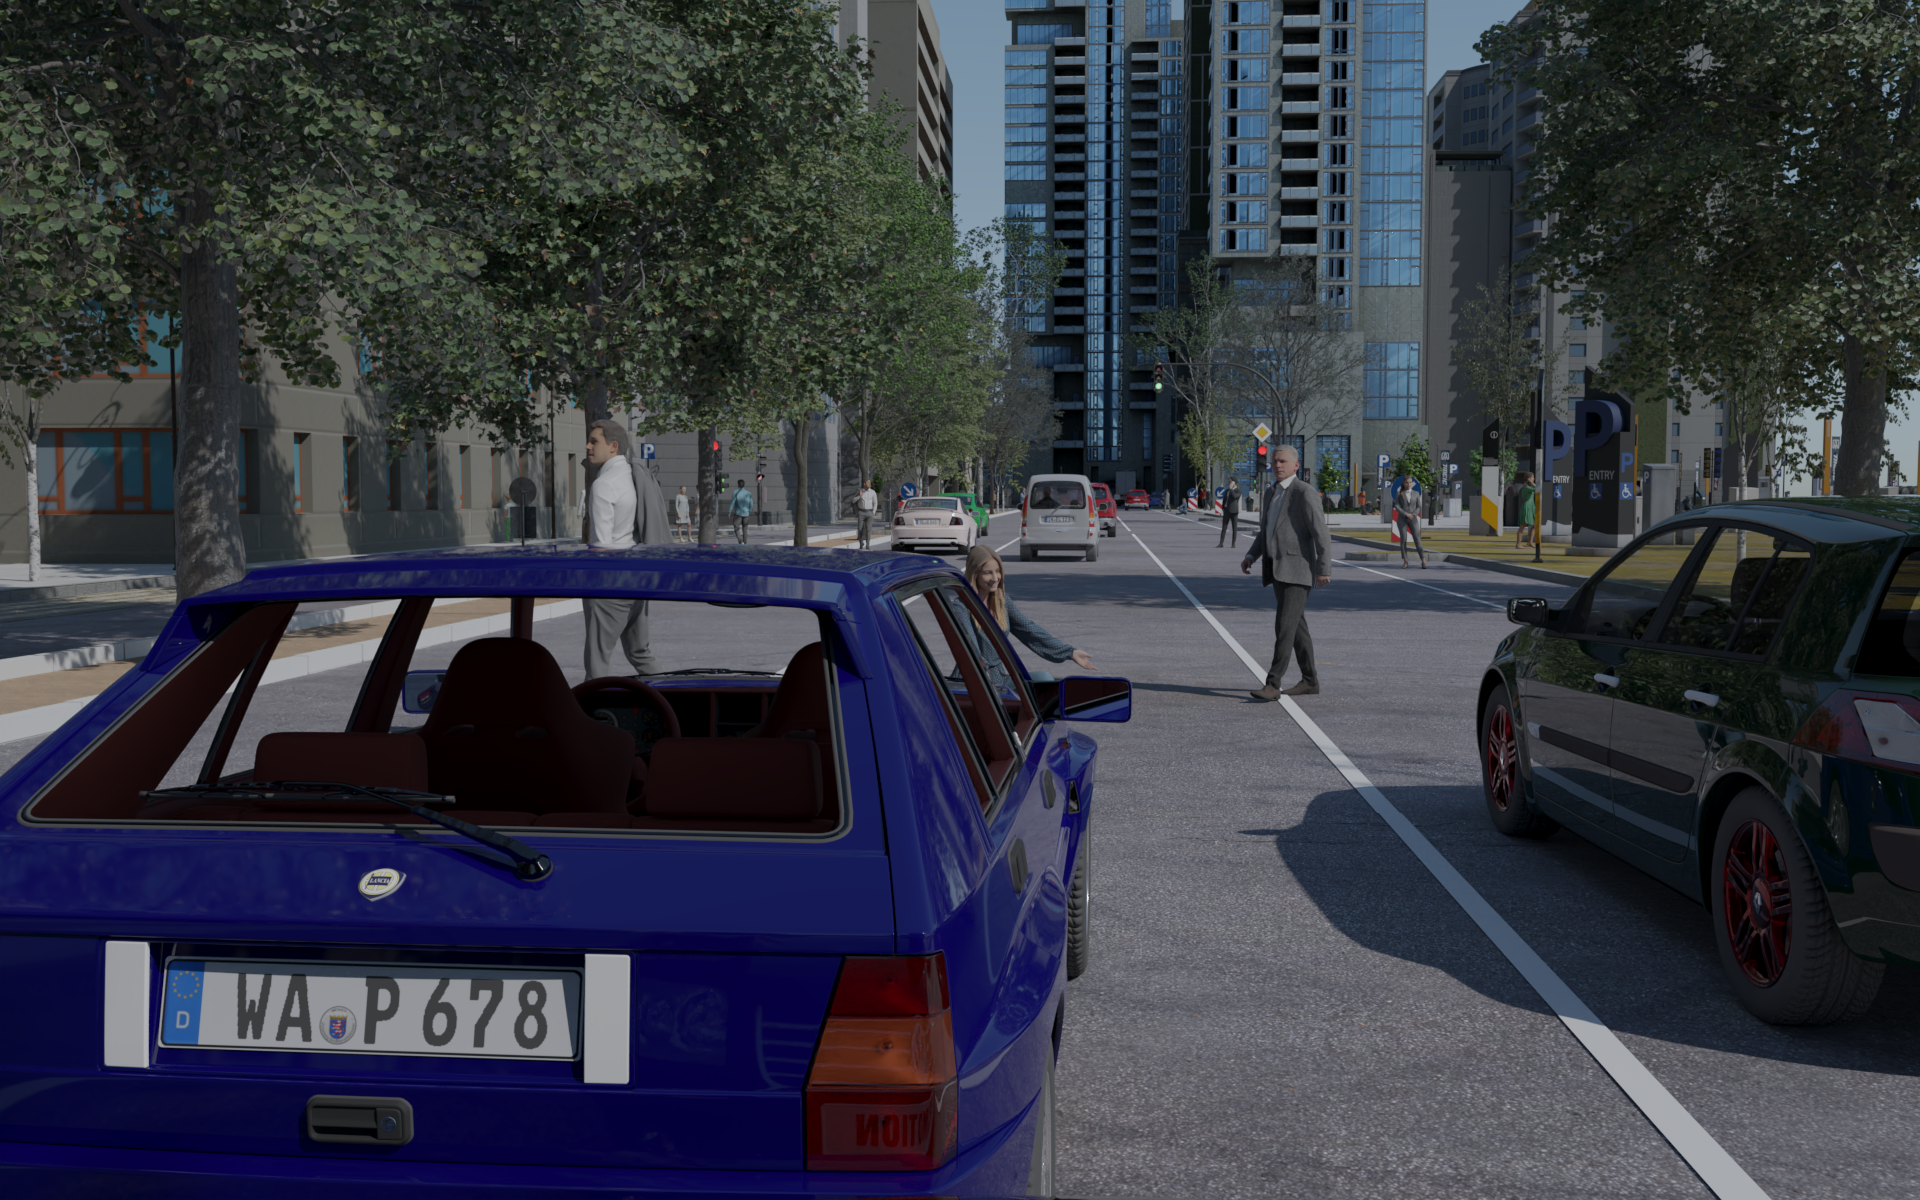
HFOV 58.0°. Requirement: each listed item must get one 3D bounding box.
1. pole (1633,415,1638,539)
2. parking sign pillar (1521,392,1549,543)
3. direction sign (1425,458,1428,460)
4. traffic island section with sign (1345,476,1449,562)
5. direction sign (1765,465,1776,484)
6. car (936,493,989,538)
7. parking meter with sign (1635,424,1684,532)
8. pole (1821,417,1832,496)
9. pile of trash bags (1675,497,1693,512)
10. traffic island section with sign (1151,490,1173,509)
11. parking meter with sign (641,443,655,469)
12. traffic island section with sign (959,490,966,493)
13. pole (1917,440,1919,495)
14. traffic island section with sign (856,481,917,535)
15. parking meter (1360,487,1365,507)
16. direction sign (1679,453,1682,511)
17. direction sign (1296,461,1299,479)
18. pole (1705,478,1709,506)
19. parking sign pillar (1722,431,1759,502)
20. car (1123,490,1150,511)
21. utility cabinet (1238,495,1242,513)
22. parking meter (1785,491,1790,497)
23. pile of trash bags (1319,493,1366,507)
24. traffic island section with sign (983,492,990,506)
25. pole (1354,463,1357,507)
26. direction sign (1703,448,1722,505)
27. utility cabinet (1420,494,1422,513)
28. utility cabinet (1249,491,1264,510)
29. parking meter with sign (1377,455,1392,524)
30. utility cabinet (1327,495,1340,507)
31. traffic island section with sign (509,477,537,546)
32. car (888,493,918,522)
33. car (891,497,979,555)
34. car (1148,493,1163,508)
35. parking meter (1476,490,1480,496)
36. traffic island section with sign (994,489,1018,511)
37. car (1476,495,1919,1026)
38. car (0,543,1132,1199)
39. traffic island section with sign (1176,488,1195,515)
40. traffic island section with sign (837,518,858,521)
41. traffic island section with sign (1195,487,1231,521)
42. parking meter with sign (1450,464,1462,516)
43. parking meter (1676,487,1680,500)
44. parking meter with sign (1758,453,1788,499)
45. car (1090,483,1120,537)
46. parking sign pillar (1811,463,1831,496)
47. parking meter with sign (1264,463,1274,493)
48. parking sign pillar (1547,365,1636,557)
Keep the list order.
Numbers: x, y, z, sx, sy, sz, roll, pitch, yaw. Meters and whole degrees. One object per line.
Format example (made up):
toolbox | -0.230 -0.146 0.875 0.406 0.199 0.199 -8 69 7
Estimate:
pole | 17.323 -3.104 44.592 0.158 3.312 0.155 0 3 0
parking sign pillar | 15.688 -3.516 45.967 1.447 3.967 1.447 -2 4 -35
direction sign | 25.194 -6.225 93.772 0.379 3.537 0.876 0 4 0
traffic island section with sign | 9.465 -1.779 37.719 1.989 1.847 2.006 0 4 4
direction sign | 62.599 -8.673 133.806 0.379 3.537 0.876 -2 4 -32
car | -0.057 -2.989 57.670 1.959 1.807 4.718 0 4 6
parking meter with sign | 17.561 -2.887 43.457 1.738 3.016 0.543 0 4 -7
pole | 22.999 -3.190 46.001 0.158 3.312 0.155 0 3 0
pile of trash bags | 44.308 -6.037 108.462 1.912 1.369 3.447 -1 4 -19
traffic island section with sign | 19.840 -9.859 169.821 1.989 1.847 2.006 0 4 4
parking meter with sign | -11.286 -3.889 59.846 1.738 3.016 0.543 3 5 41
traffic island section with sign | 0.279 -9.955 171.393 1.989 1.847 2.006 0 4 4
pole | 36.504 -4.405 65.873 0.158 3.312 0.155 0 3 0
traffic island section with sign | -2.552 -3.252 61.303 2.006 1.907 1.989 0 4 4
parking meter | 32.498 -8.194 139.684 0.255 1.863 0.399 -1 4 -16
direction sign | 39.513 -6.301 95.014 0.379 3.537 0.876 2 4 29
direction sign | 22.770 -7.689 117.717 0.379 3.537 0.876 -2 4 -23
pole | 42.784 -6.443 99.184 0.158 3.312 0.155 0 3 0
parking sign pillar | 31.741 -5.016 70.485 1.447 3.967 1.447 1 4 19
car | 15.208 -8.590 149.116 2.281 1.827 5.304 0 4 5
utility cabinet | 18.191 -6.508 115.091 0.318 1.500 1.173 -3 4 -38
parking meter | 64.139 -7.700 134.311 0.372 1.533 0.369 0 3 0
pile of trash bags | 29.355 -7.495 132.291 3.447 1.369 1.912 3 4 36
traffic island section with sign | 2.533 -11.708 200.047 1.989 1.847 2.006 0 4 4
pole | 26.035 -7.350 114.017 0.158 3.312 0.155 0 3 0
direction sign | 36.696 -5.660 84.540 0.379 3.537 0.876 -3 4 -38
utility cabinet | 22.423 -4.753 86.388 0.318 1.500 1.173 -3 5 -45
utility cabinet | 24.192 -8.112 141.310 1.173 1.500 0.318 1 4 9
parking meter with sign | 18.599 -4.853 75.601 0.543 3.016 1.738 0 4 6
utility cabinet | 29.717 -7.741 137.725 1.020 1.237 0.306 1 4 10
traffic island section with sign | -10.079 -1.881 39.386 1.989 1.847 2.006 0 4 4
car | -2.740 -4.949 89.955 2.155 1.783 4.494 0 4 3
car | -0.597 -1.821 42.130 2.083 1.381 4.827 0 4 4
car | 20.514 -10.457 180.570 1.945 1.707 3.694 0 4 6
parking meter | 35.291 -6.688 117.753 0.372 1.533 0.369 0 3 0
traffic island section with sign | 3.908 -8.285 143.597 2.006 1.907 1.989 0 4 4
car | 3.061 0.230 6.026 2.009 1.686 4.222 0 4 3
car | -0.574 0.520 4.075 1.945 1.354 3.894 0 4 6
traffic island section with sign | 15.883 -6.772 119.343 1.989 1.847 2.006 0 4 4
traffic island section with sign | -5.802 -5.222 94.011 1.989 1.847 2.006 0 4 4
traffic island section with sign | 13.765 -5.128 92.471 1.989 1.847 2.006 0 4 4
parking meter with sign | 28.677 -6.350 100.083 0.543 3.016 1.738 0 4 3
parking meter | 57.996 -8.204 139.841 0.255 1.863 0.399 1 4 11
parking meter with sign | 34.411 -4.766 74.180 1.738 3.016 0.543 0 4 7
car | 4.318 -3.078 58.997 2.281 1.827 5.304 0 4 5
parking sign pillar | 61.520 -8.270 123.680 1.447 3.967 1.447 -2 4 -23
parking meter with sign | 17.232 -6.132 96.512 0.543 3.016 1.738 1 4 19
parking sign pillar | 13.274 -2.890 35.722 1.447 3.967 1.447 -2 4 -24
